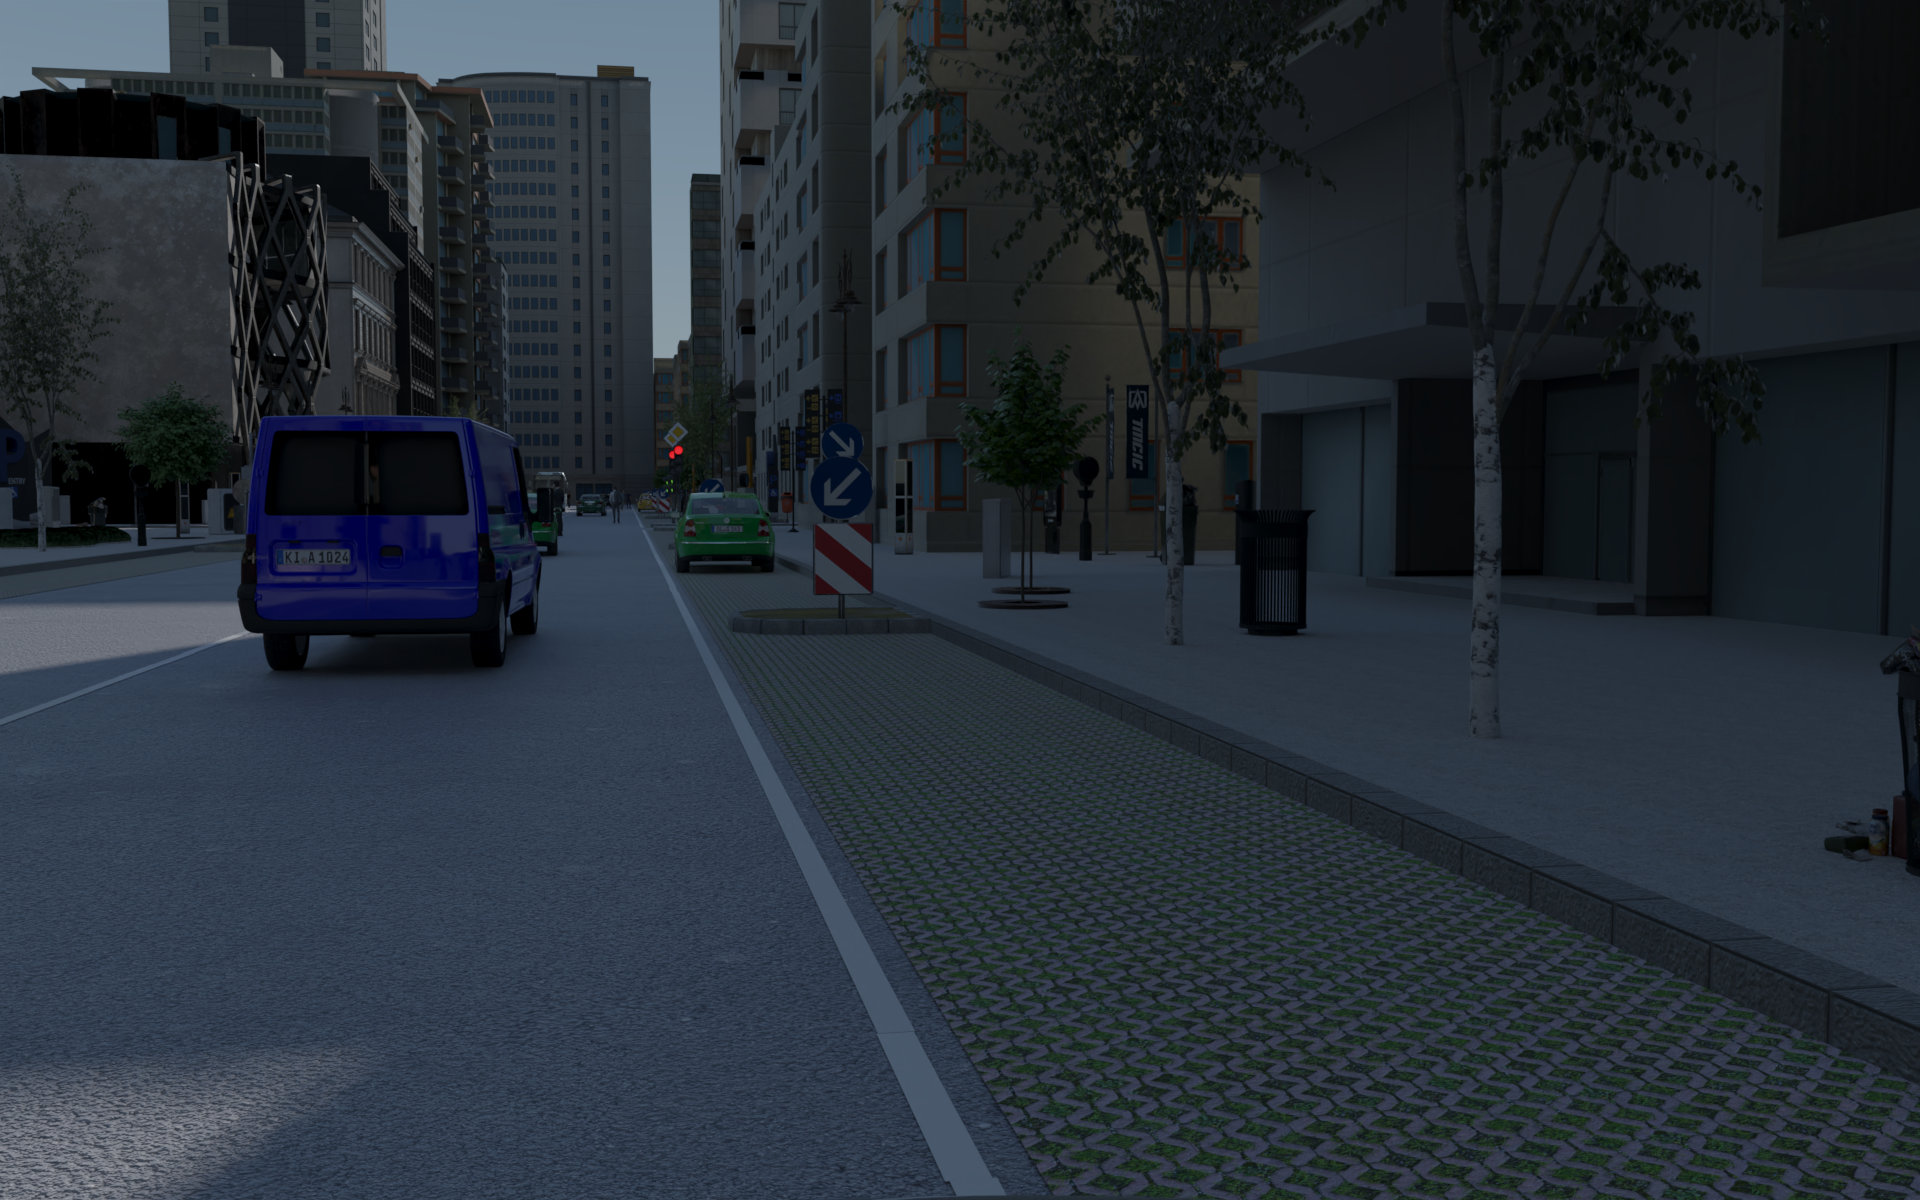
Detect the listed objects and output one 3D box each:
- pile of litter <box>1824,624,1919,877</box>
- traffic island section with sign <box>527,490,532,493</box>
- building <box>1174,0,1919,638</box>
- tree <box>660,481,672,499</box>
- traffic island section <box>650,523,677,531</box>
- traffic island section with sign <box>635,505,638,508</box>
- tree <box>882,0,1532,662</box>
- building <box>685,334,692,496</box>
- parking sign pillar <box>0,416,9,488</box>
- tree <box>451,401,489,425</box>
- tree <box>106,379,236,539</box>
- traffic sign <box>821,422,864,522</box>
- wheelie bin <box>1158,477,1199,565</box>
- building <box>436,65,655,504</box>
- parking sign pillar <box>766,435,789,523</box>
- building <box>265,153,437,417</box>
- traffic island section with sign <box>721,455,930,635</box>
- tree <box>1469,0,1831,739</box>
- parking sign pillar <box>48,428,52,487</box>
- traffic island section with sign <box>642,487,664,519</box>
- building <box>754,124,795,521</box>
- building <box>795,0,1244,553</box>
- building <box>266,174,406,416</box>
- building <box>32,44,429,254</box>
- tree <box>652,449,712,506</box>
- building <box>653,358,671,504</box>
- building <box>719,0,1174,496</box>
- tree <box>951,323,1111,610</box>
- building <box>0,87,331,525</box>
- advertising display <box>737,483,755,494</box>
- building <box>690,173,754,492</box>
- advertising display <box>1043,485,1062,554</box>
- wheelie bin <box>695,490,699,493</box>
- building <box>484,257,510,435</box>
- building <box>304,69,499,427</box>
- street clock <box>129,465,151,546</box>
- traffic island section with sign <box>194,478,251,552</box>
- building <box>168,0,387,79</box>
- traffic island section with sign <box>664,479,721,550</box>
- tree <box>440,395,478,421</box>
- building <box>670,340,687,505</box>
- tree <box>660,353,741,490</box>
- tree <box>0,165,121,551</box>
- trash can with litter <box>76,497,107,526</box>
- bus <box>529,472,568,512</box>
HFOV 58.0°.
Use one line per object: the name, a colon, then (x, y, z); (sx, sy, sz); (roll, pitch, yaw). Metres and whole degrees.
pile of litter: (3.620, 0.497, 5.847); (1.176, 0.858, 1.719); (1, 4, 16)
traffic island section with sign: (-42.962, -10.061, 173.119); (1.989, 1.847, 2.006); (-1, 4, -11)
building: (18.208, -26.215, 17.847); (28.713, 52.752, 27.495); (-1, 4, -11)
tree: (-30.604, -11.495, 182.551); (1.663, 3.219, 1.824); (0, 3, 0)
traffic island section: (-12.443, -3.246, 75.353); (2.009, 0.180, 2.903); (-1, 4, -11)
traffic island section with sign: (-31.749, -10.192, 175.268); (1.989, 1.847, 2.006); (-1, 4, -11)
tree: (1.614, -3.917, 14.399); (4.360, 8.622, 3.978); (0, 3, 0)
building: (-14.083, -20.642, 182.531); (27.650, 21.520, 28.899); (-1, 4, -11)
parking sign pillar: (-28.514, -3.874, 51.804); (1.447, 3.967, 1.447); (1, 4, 12)
tree: (-38.740, -11.394, 136.660); (4.360, 8.622, 3.978); (0, 3, 0)
tree: (-22.591, -4.037, 49.712); (4.285, 4.588, 4.351); (0, 3, 0)
traffic sign: (-2.094, -1.877, 30.787); (0.768, 2.556, 0.104); (-1, 4, -9)
wheelie bin: (3.964, -1.434, 31.358); (0.693, 1.594, 0.980); (0, 4, -3)
building: (-56.956, -42.678, 239.780); (28.212, 58.520, 21.231); (-1, 4, -11)
parking sign pillar: (-8.426, -5.468, 77.867); (1.447, 3.967, 1.447); (-1, 4, -10)
building: (-43.953, -17.837, 121.319); (12.332, 23.373, 15.834); (-1, 4, -11)
traffic island section with sign: (-1.455, -0.601, 18.455); (1.989, 1.847, 2.006); (-1, 4, -11)
tree: (2.891, -3.567, 8.690); (4.360, 8.622, 3.978); (0, 3, 0)
parking sign pillar: (-37.692, -5.014, 70.445); (1.447, 3.967, 1.447); (-3, 5, -40)
traffic island section with sign: (-17.191, -5.581, 99.884); (1.989, 1.847, 2.006); (-1, 4, -11)
building: (4.264, -15.283, 94.914); (28.899, 21.520, 27.650); (-1, 4, -11)
building: (10.111, -12.783, 54.036); (27.650, 21.520, 28.899); (-1, 4, -11)
building: (-39.982, -14.663, 104.364); (10.561, 19.102, 19.286); (-1, 4, -11)
building: (-61.323, -28.309, 154.725); (32.217, 40.220, 23.993); (-1, 4, -11)
tree: (-19.055, -8.482, 122.399); (4.285, 4.588, 4.351); (0, 3, 0)
building: (-29.305, -24.720, 249.208); (28.899, 21.520, 27.650); (-1, 4, -11)
building: (-2.936, -32.702, 123.916); (28.713, 52.752, 27.495); (-1, 4, -11)
tree: (0.661, -1.539, 19.769); (1.663, 3.219, 1.824); (0, 3, 0)
building: (-38.457, -13.024, 80.393); (16.820, 18.784, 16.811); (-1, 4, -11)
advertising display: (-12.105, -5.672, 97.945); (0.974, 1.923, 0.123); (0, 4, 1)
building: (-17.791, -23.730, 159.686); (14.160, 30.474, 14.107); (-1, 4, -11)
advertising display: (1.987, -1.959, 37.236); (0.123, 1.923, 0.974); (-1, 4, -14)
wheelie bin: (-18.898, -7.166, 125.065); (0.693, 1.594, 0.980); (0, 4, 8)
building: (-62.108, -26.832, 210.402); (14.107, 30.474, 14.160); (-1, 4, -11)
building: (-60.570, -32.243, 181.797); (22.147, 44.769, 28.867); (-1, 4, -11)
street clock: (-20.152, -2.327, 42.618); (0.471, 2.002, 0.358); (-2, 4, -34)
traffic island section with sign: (-17.887, -2.121, 43.302); (1.989, 1.847, 2.006); (-1, 4, -11)
building: (-78.510, -46.746, 202.549); (20.611, 71.187, 20.563); (-1, 4, -11)
traffic island section with sign: (-6.598, -2.231, 45.109); (1.989, 1.847, 2.006); (-1, 4, -11)
tree: (-36.836, -10.885, 128.339); (4.737, 8.622, 4.395); (0, 3, 0)
building: (-20.572, -22.397, 211.226); (27.650, 21.520, 28.899); (-1, 4, -11)
tree: (-13.168, -8.496, 89.266); (4.737, 8.622, 4.395); (0, 3, 0)
tree: (-20.556, -5.375, 38.247); (4.360, 8.622, 3.978); (0, 3, 0)
trash can with litter: (-29.942, -2.950, 59.617); (1.055, 1.170, 0.624); (0, 4, -7)
bus: (-33.403, -8.940, 141.024); (2.948, 3.499, 13.247); (-1, 4, -12)
